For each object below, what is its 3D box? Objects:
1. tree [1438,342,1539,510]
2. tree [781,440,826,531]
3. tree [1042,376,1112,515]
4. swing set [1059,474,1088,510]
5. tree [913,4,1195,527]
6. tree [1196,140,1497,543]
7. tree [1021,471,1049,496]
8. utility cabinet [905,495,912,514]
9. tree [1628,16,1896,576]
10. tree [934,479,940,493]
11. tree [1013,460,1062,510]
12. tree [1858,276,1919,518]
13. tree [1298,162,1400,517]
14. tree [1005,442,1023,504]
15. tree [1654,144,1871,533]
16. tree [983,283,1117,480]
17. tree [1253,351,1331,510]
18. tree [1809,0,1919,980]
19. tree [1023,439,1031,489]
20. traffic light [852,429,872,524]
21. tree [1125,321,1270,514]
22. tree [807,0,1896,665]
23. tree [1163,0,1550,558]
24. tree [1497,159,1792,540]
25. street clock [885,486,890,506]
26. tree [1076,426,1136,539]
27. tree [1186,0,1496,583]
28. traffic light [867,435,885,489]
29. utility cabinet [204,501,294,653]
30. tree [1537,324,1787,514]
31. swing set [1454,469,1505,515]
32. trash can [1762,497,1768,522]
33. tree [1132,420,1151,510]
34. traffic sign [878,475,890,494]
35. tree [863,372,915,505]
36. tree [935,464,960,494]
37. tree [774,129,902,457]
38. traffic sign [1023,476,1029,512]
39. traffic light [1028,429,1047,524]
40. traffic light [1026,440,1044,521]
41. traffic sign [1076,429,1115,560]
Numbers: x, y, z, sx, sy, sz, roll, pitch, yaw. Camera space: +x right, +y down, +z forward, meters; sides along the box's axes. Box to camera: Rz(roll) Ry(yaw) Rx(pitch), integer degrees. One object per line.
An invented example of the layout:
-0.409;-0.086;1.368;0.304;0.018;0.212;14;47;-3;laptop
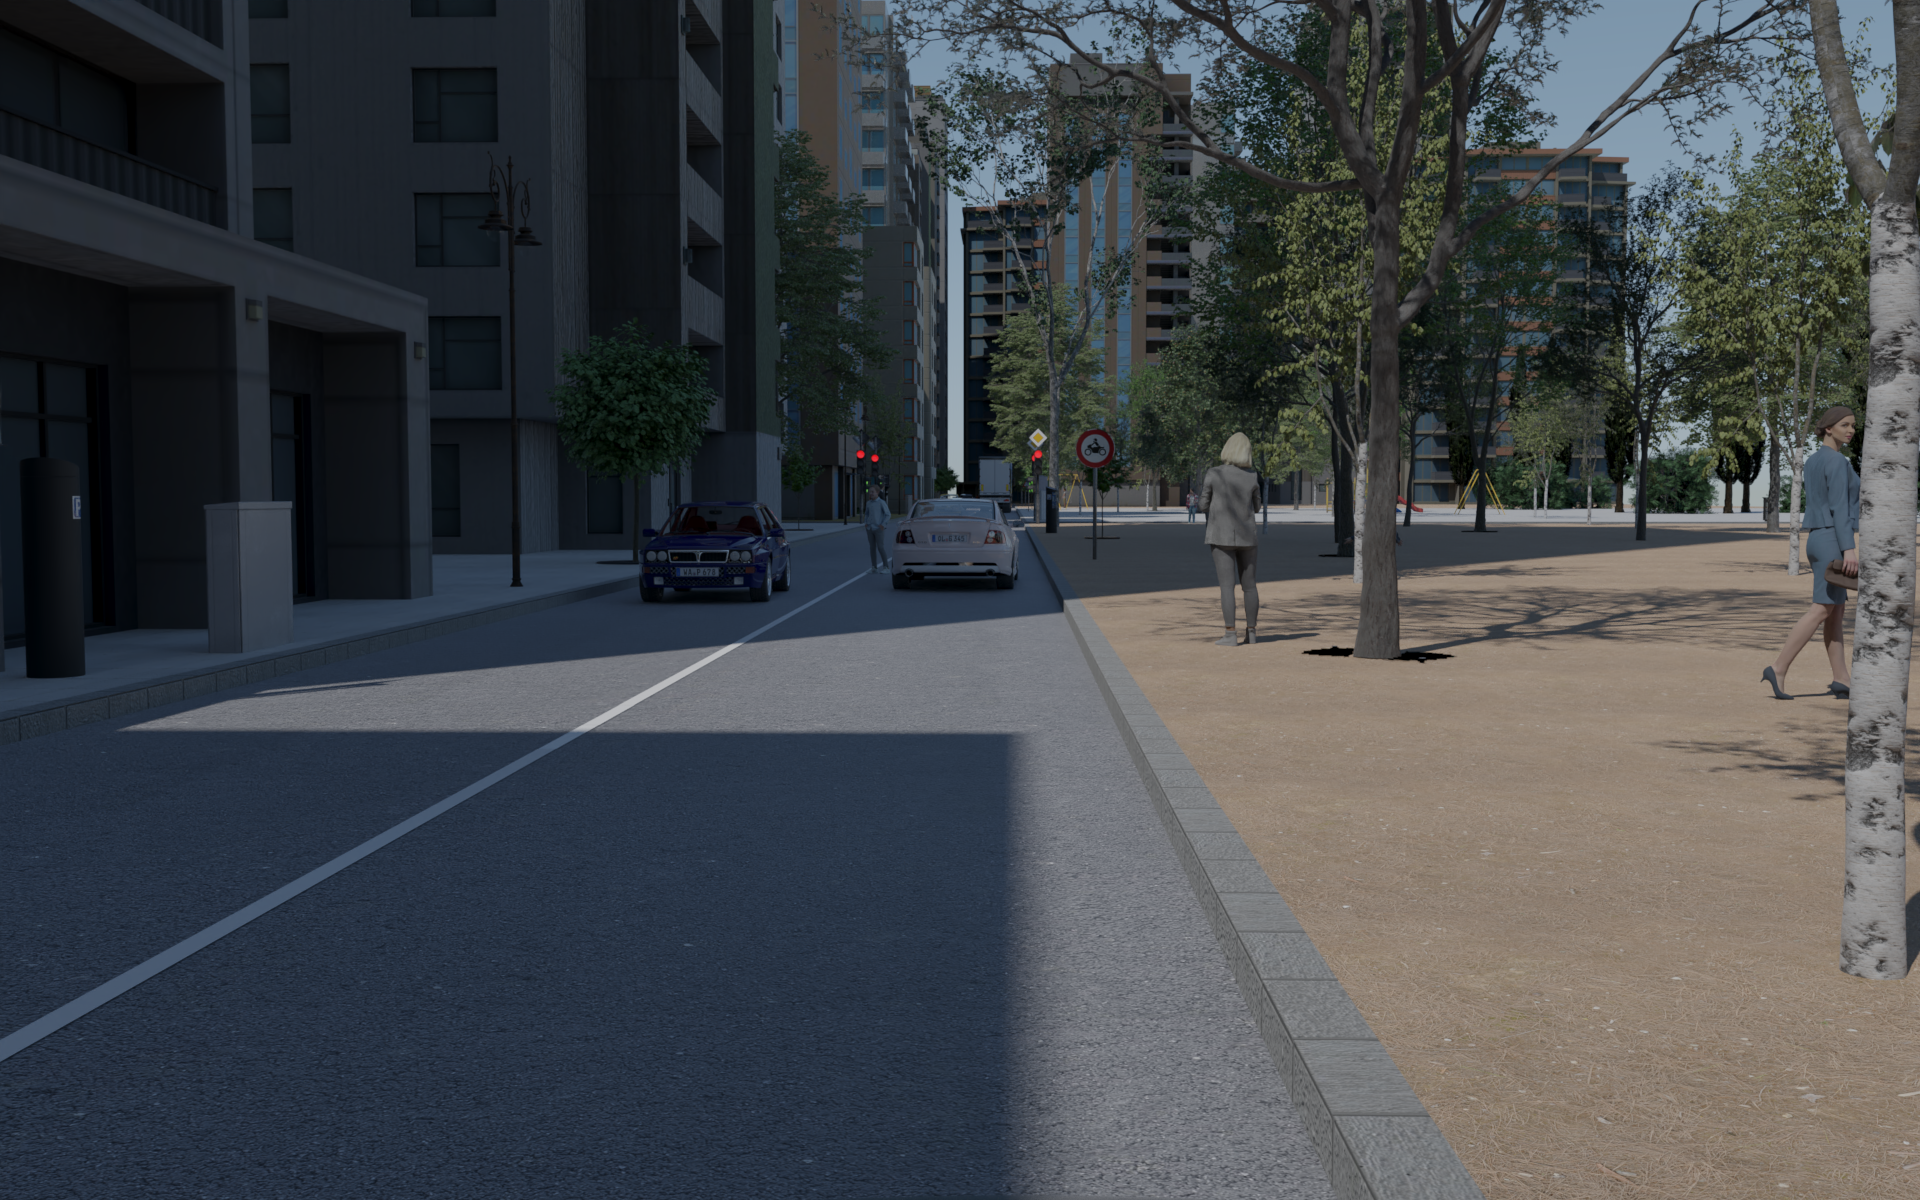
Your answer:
48.272;-15.003;147.114;13.155;14.587;18.604;2;4;31;tree
-5.783;-4.045;60.731;1.663;3.219;1.824;0;3;0;tree
7.350;-9.524;106.077;4.737;8.622;4.395;0;3;0;tree
8.162;-8.600;138.222;3.119;2.851;2.862;-3;4;-36;swing set
4.916;-12.895;66.716;12.611;20.169;13.585;0;3;0;tree
9.628;-6.773;45.153;7.601;10.594;8.767;1;4;13;tree
5.720;-7.948;124.552;1.663;3.219;1.824;0;3;0;tree
-3.297;-6.127;111.345;0.306;1.237;1.020;-1;4;-11;utility cabinet
13.109;-4.707;27.323;4.737;8.622;4.395;0;3;0;tree
-2.761;-10.672;169.091;1.663;3.219;1.824;0;3;0;tree
6.740;-9.738;142.934;4.285;4.588;4.351;0;3;0;tree
54.230;-11.611;91.666;13.155;14.587;18.604;3;5;44;tree
20.018;-14.673;95.792;12.611;20.169;13.585;0;3;0;tree
7.633;-16.161;214.597;4.737;8.622;4.395;0;3;0;tree
26.639;-8.503;57.145;7.486;12.596;7.792;0;3;0;tree
4.827;-10.706;93.173;7.486;12.596;7.792;0;3;0;tree
26.896;-13.326;136.013;7.486;12.596;7.792;0;3;0;tree
2.676;-3.300;4.313;4.360;8.622;3.978;0;3;0;tree
8.676;-12.520;155.067;4.737;8.622;4.395;0;3;0;tree
-4.229;-5.233;74.487;0.839;4.253;0.868;0;4;2;traffic light
15.451;-11.958;112.516;9.611;12.733;9.660;0;3;0;tree
3.411;-6.296;13.304;12.009;13.543;11.850;0;3;0;tree
7.985;-6.687;35.092;9.928;11.665;9.643;0;3;0;tree
19.169;-6.929;47.701;7.601;10.594;8.767;-1;4;-21;tree
-4.026;-5.449;93.665;0.471;2.002;0.358;1;4;19;street clock
4.226;-3.369;49.685;1.663;3.219;1.824;0;3;0;tree
5.667;-4.562;24.950;4.737;8.622;4.395;0;3;0;tree
-4.007;-5.722;82.469;0.839;4.253;0.868;0;4;2;traffic light
-5.912;-0.200;14.425;0.306;1.237;1.020;0;4;2;utility cabinet
51.052;-13.152;116.858;18.604;14.587;13.155;-2;4;-27;tree
32.506;-6.769;108.299;2.862;2.851;3.119;1;4;11;swing set
37.787;-4.228;80.774;0.748;1.137;0.748;0;3;0;trash can
15.124;-11.509;138.539;4.737;8.622;4.395;0;3;0;tree
-3.998;-5.446;91.166;0.606;2.300;0.079;0;4;6;traffic sign
-4.437;-9.331;102.928;4.737;8.622;4.395;0;3;0;tree
-2.239;-13.625;206.486;4.285;4.588;4.351;0;3;0;tree
-5.695;-8.296;53.772;7.486;12.596;7.792;0;3;0;tree
5.007;-7.733;126.434;0.884;2.594;0.081;1;4;10;traffic sign
3.329;-5.222;74.292;0.839;4.253;0.868;0;4;2;traffic light
3.552;-5.710;82.274;0.839;4.253;0.868;0;4;2;traffic light
2.641;-2.066;33.881;0.768;2.556;0.104;0;4;3;traffic sign
